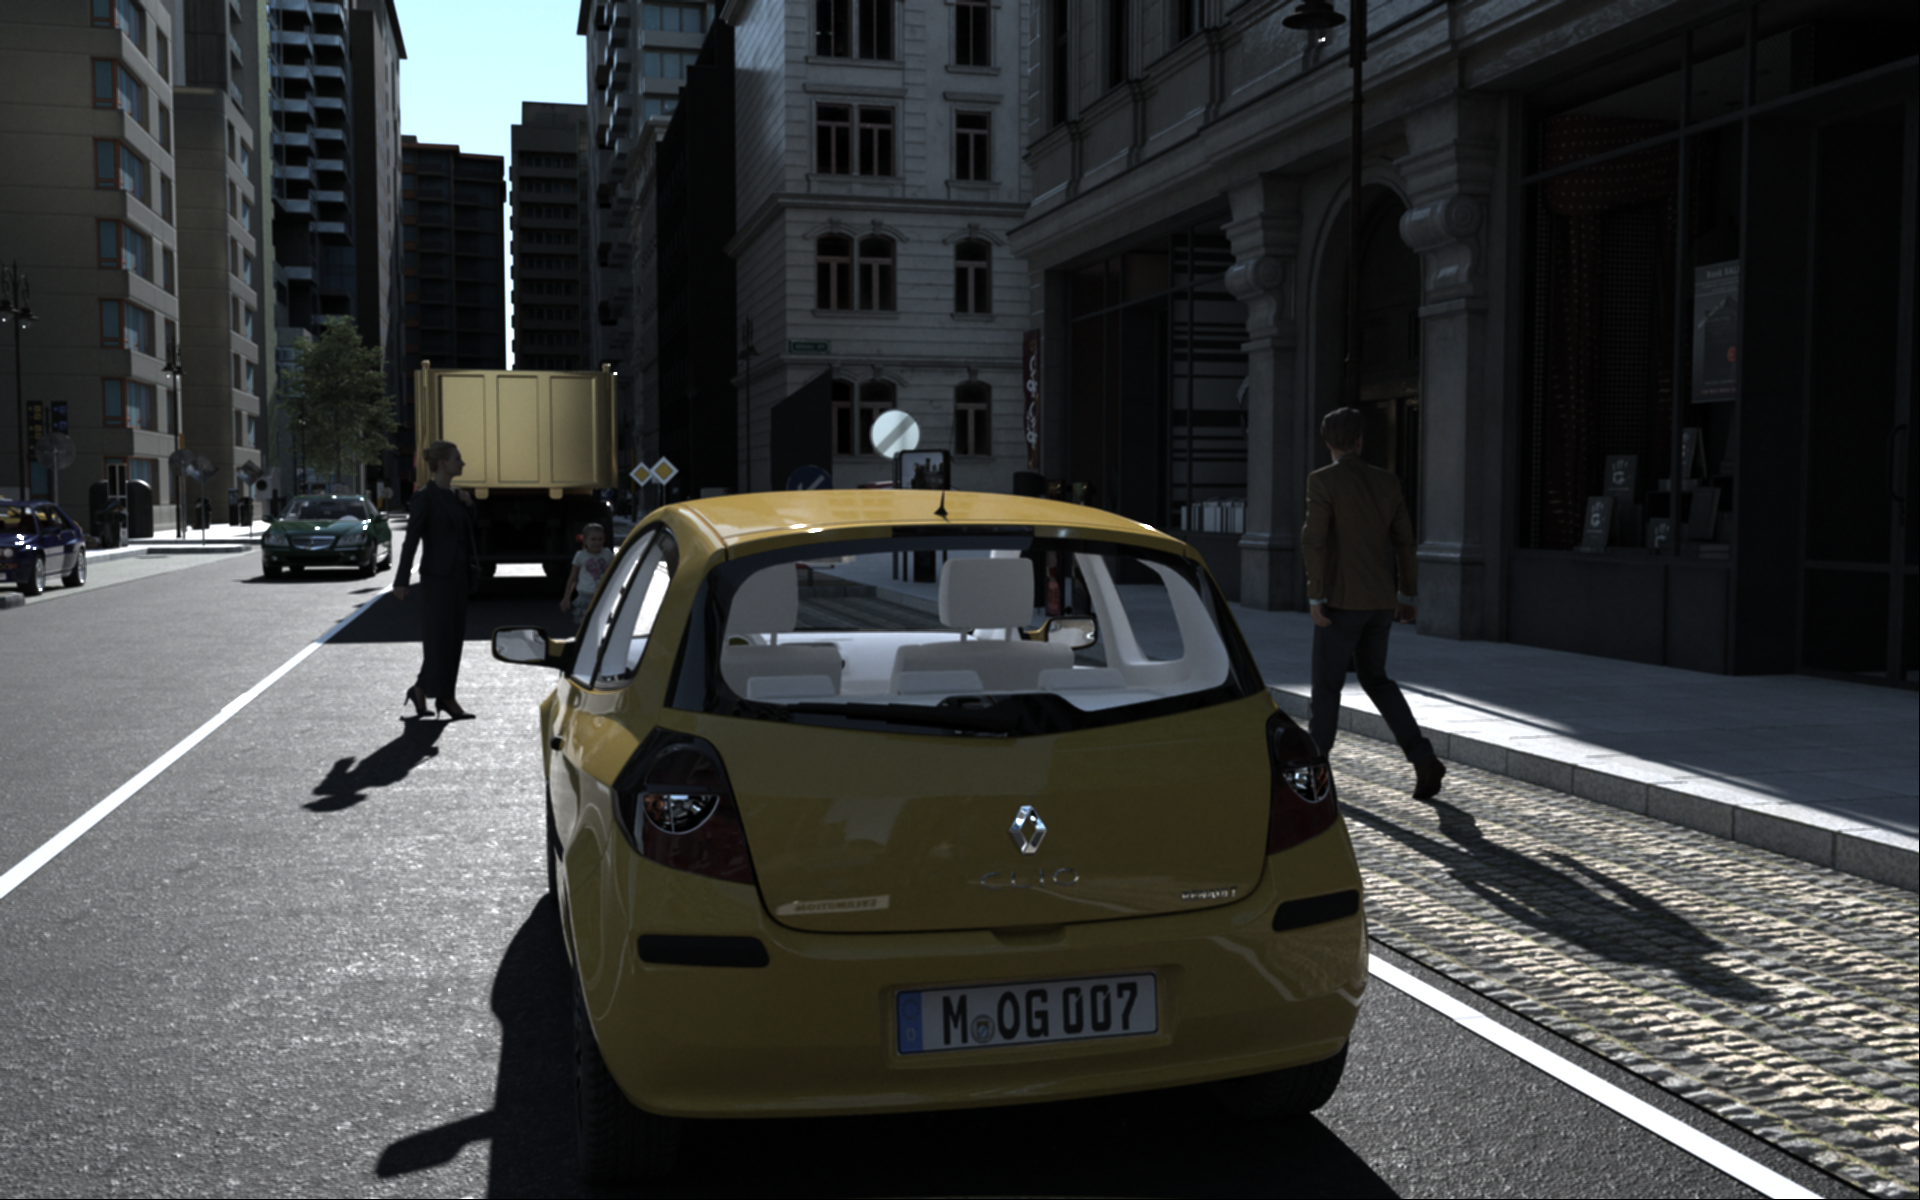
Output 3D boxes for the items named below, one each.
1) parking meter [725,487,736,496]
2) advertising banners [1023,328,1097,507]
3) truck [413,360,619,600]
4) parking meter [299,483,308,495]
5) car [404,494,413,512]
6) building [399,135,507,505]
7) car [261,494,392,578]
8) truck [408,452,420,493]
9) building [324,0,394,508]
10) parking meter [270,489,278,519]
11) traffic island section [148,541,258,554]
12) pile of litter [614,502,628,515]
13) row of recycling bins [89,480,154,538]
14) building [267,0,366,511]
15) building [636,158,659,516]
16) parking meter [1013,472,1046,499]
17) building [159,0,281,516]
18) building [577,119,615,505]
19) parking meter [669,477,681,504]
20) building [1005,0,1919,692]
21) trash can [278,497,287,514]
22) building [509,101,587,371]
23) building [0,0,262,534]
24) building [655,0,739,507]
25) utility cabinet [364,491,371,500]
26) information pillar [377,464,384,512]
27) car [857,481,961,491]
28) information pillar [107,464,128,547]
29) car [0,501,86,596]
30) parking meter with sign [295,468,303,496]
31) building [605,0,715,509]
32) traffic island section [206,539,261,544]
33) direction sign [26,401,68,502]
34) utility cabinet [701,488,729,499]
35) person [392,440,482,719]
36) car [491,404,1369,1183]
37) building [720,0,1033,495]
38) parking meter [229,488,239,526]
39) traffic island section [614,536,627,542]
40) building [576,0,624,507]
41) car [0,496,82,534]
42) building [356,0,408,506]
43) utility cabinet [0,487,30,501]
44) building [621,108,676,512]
[{"bbox_3d":[-7.883,-3.118,59.398,0.372,1.533,0.369,0,3,0],"label":"parking meter"},{"bbox_3d":[0.995,-1.326,17.874,0.090,3.025,2.074,-1,4,-17],"label":"advertising banners"},{"bbox_3d":[-6.928,-1.908,27.115,3.469,3.379,9.791,-1,4,-14],"label":"truck"},{"bbox_3d":[-33.741,-5.098,89.062,0.255,1.863,0.399,2,4,26],"label":"parking meter"},{"bbox_3d":[-42.993,-7.801,137.334,2.009,1.686,4.222,-1,4,-14],"label":"car"},{"bbox_3d":[-70.480,-34.166,213.231,28.867,44.769,22.147,-1,4,-14],"label":"building"},{"bbox_3d":[-11.377,-1.193,31.302,2.131,1.459,4.920,-1,4,-13],"label":"car"},{"bbox_3d":[-29.686,-6.719,98.763,2.839,4.237,11.283,-1,4,-14],"label":"truck"},{"bbox_3d":[-59.491,-31.009,157.100,14.600,45.320,14.200,-1,4,-14],"label":"building"},{"bbox_3d":[-35.848,-5.020,90.486,0.372,1.533,0.369,0,3,0],"label":"parking meter"},{"bbox_3d":[-18.682,-1.251,42.740,2.009,0.180,2.903,-1,4,-14],"label":"traffic island section"},{"bbox_3d":[-20.622,-5.564,104.930,1.719,0.858,1.176,1,4,18],"label":"pile of litter"},{"bbox_3d":[-24.994,-2.714,51.494,1.069,1.692,3.534,-3,5,-43],"label":"row of recycling bins"},{"bbox_3d":[-57.815,-50.172,132.978,22.319,86.520,31.000,-1,4,-14],"label":"building"},{"bbox_3d":[-12.272,-15.093,95.929,9.793,20.994,18.267,-1,4,-14],"label":"building"},{"bbox_3d":[0.789,-0.691,19.708,0.372,1.533,0.369,0,3,0],"label":"parking meter"},{"bbox_3d":[-46.047,-25.156,94.895,14.154,41.232,14.086,-1,4,-14],"label":"building"},{"bbox_3d":[-35.459,-31.200,193.706,14.154,41.232,14.086,-1,4,-14],"label":"building"},{"bbox_3d":[-9.891,-3.327,60.104,0.399,1.863,0.255,-1,4,-13],"label":"parking meter"},{"bbox_3d":[5.628,-10.756,26.770,10.553,20.767,40.483,-1,4,-14],"label":"building"},{"bbox_3d":[-36.116,-4.915,92.006,0.748,1.137,0.748,0,3,0],"label":"trash can"},{"bbox_3d":[-45.661,-36.420,219.167,21.600,48.544,21.300,-1,4,-14],"label":"building"},{"bbox_3d":[-43.377,-13.473,65.315,27.650,21.520,28.899,-1,4,-14],"label":"building"},{"bbox_3d":[-7.021,-15.275,79.419,12.332,23.373,15.834,-1,4,-14],"label":"building"},{"bbox_3d":[-41.079,-6.819,120.166,0.318,1.500,1.173,-1,4,-9],"label":"utility cabinet"},{"bbox_3d":[-41.056,-8.032,122.676,0.504,3.616,0.183,-3,5,-44],"label":"information pillar"},{"bbox_3d":[-0.814,-2.540,50.208,5.304,1.827,2.281,-1,4,-16],"label":"car"},{"bbox_3d":[-20.450,-2.297,42.049,0.304,2.012,0.304,1,4,16],"label":"information pillar"},{"bbox_3d":[-14.046,-0.775,25.251,1.945,1.354,3.894,-1,4,-15],"label":"car"},{"bbox_3d":[-43.288,-7.182,113.681,0.543,3.016,1.738,-1,4,-21],"label":"parking meter with sign"},{"bbox_3d":[-18.038,-32.204,146.143,23.786,49.044,30.456,-1,4,-14],"label":"building"},{"bbox_3d":[-20.680,-1.724,50.472,2.009,0.180,2.903,-1,4,-14],"label":"traffic island section"},{"bbox_3d":[-22.189,-3.070,42.191,0.876,3.537,0.379,-2,4,-25],"label":"direction sign"},{"bbox_3d":[-8.938,-3.326,63.052,1.173,1.500,0.318,3,4,39],"label":"utility cabinet"},{"bbox_3d":[-3.350,-0.130,11.050,0.534,1.772,0.576,0,4,-2],"label":"person"},{"bbox_3d":[-0.359,0.309,5.176,2.015,1.641,3.980,-1,4,-15],"label":"car"},{"bbox_3d":[3.605,-16.887,63.491,23.554,28.519,14.401,-1,4,-14],"label":"building"},{"bbox_3d":[-29.370,-3.771,70.062,0.372,1.533,0.369,0,3,0],"label":"parking meter"},{"bbox_3d":[-9.745,-1.896,53.282,2.009,0.180,2.903,-1,4,-14],"label":"traffic island section"},{"bbox_3d":[-23.163,-35.801,174.578,28.713,52.752,27.495,-1,4,-14],"label":"building"},{"bbox_3d":[-24.512,-2.062,43.940,3.980,1.641,2.015,-1,4,-15],"label":"car"},{"bbox_3d":[-71.356,-35.971,177.358,27.495,52.752,28.713,-1,4,-14],"label":"building"},{"bbox_3d":[-29.752,-2.784,54.197,1.173,1.500,0.318,0,4,1],"label":"utility cabinet"},{"bbox_3d":[-15.014,-20.138,116.650,14.401,28.519,23.554,-1,4,-14],"label":"building"}]
